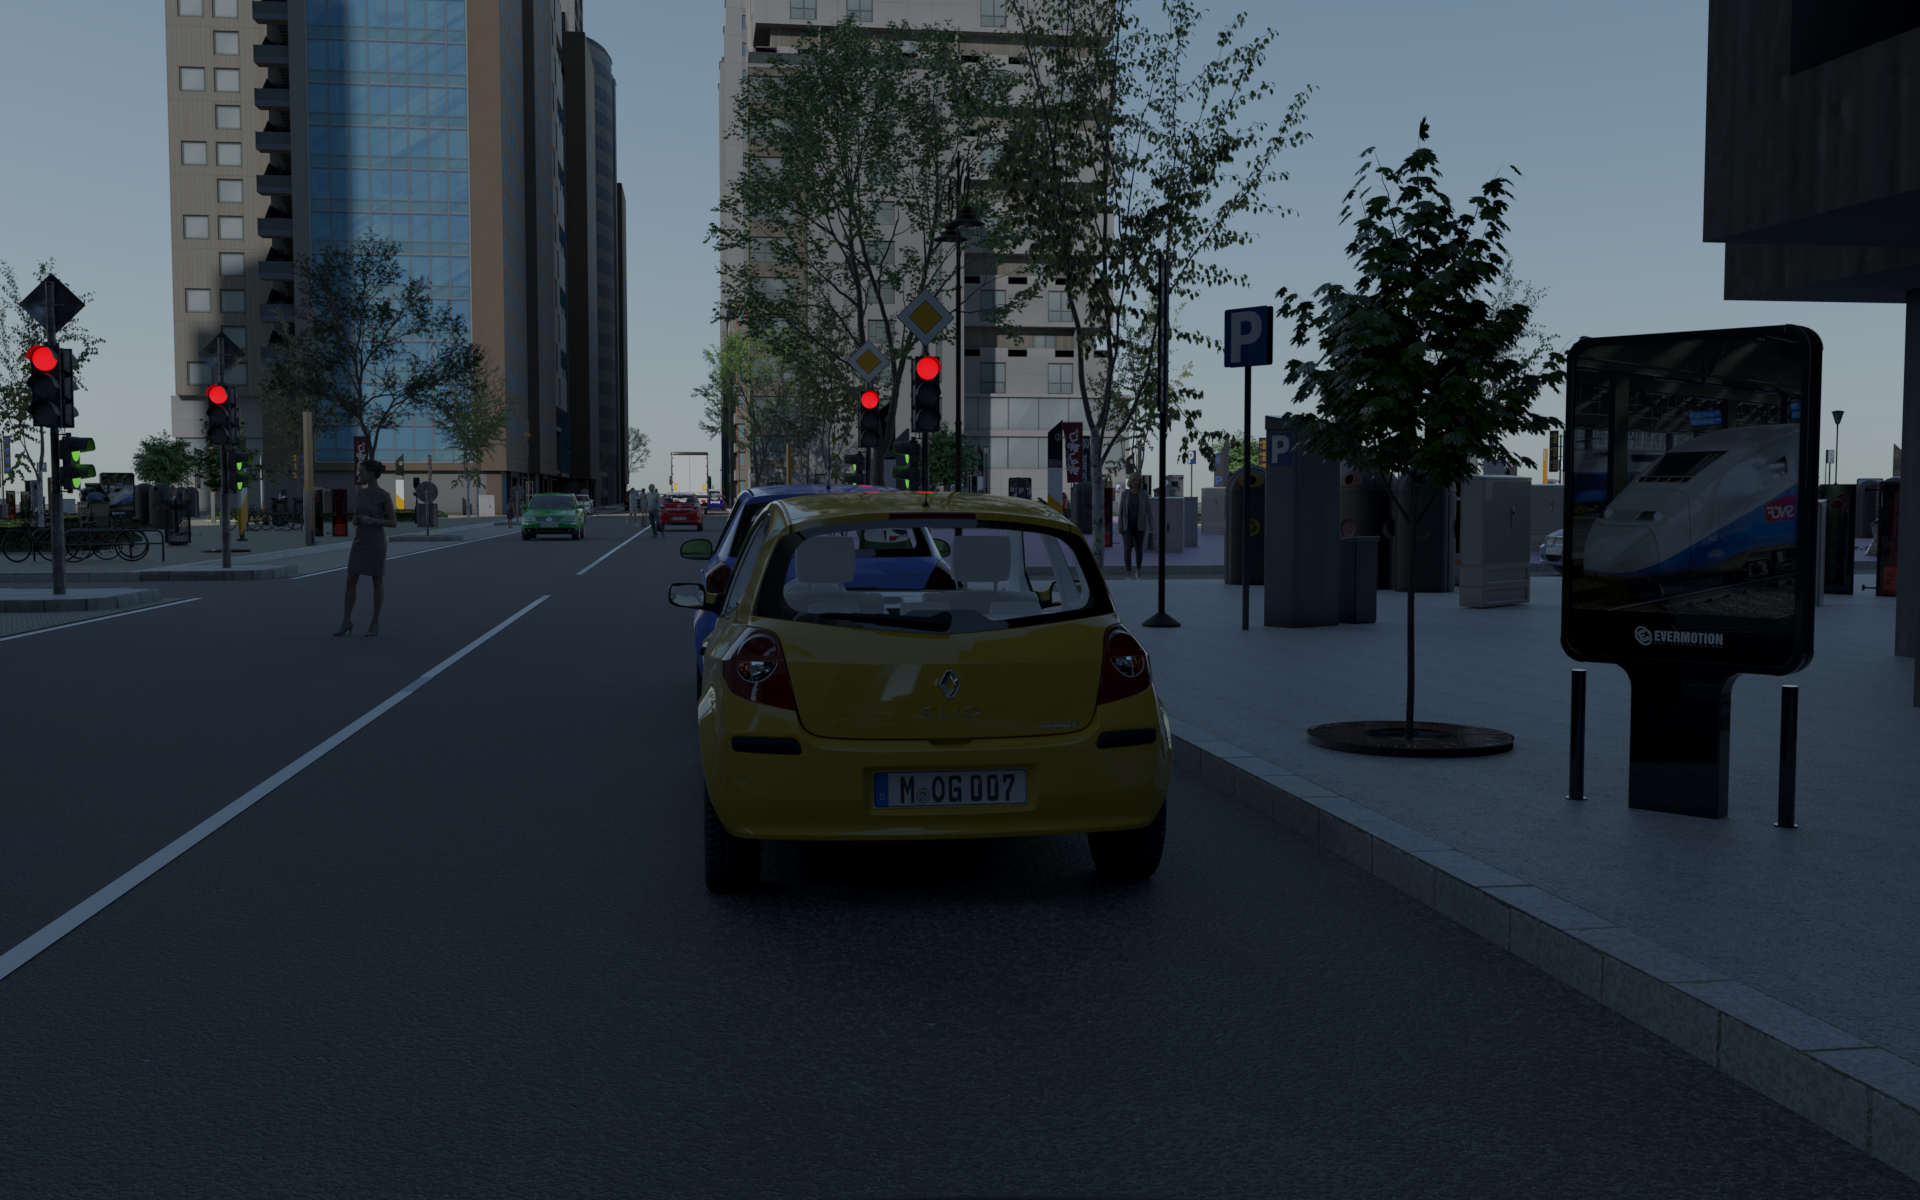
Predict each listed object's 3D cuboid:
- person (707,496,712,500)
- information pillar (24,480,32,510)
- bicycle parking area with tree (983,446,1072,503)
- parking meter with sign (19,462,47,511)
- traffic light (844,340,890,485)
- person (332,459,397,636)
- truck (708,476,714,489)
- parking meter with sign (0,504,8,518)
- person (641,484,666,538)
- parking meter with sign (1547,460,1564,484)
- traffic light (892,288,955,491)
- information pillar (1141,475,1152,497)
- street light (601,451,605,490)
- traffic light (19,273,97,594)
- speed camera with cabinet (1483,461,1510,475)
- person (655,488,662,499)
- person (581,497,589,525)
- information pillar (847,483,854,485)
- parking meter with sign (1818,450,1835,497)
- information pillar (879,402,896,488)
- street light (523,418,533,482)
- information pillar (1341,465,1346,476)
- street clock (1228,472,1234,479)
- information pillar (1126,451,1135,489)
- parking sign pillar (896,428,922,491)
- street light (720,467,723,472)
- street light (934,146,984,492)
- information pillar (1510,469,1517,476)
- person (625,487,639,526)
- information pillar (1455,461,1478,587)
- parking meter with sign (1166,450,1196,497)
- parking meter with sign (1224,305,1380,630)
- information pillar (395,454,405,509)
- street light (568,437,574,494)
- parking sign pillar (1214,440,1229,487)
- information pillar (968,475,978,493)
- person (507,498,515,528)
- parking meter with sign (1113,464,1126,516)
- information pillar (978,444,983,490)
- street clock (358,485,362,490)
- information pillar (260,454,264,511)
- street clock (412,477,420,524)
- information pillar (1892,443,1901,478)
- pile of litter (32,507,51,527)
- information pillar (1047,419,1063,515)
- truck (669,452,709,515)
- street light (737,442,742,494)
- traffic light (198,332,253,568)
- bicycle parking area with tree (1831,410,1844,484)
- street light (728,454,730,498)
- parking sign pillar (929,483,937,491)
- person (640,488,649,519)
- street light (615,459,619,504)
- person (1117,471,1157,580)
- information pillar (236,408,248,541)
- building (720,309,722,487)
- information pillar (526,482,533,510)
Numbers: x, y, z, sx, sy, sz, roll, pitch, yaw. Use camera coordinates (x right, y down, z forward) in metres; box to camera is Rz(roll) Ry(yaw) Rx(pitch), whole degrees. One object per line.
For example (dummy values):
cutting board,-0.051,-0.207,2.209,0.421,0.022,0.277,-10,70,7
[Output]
person,-19.112,-7.347,129.335,1.217,1.736,0.721,0,4,5
information pillar,-49.531,-5.357,92.075,0.304,2.012,0.304,-2,4,-30
bicycle parking area with tree,4.166,-7.179,104.384,8.231,4.147,9.016,0,4,6
parking meter with sign,-50.152,-5.957,93.651,0.543,3.016,1.738,0,4,7
traffic light,-1.692,-2.614,31.666,0.839,4.253,0.868,-1,4,-9
person,-6.004,-0.527,17.465,0.599,1.781,0.374,1,4,19
truck,-36.881,-15.794,247.997,2.967,4.110,18.799,0,4,-7
parking meter with sign,-40.486,-4.647,72.235,0.543,3.016,1.738,0,4,7
person,-10.002,-2.893,56.287,0.782,1.767,0.515,2,4,28
parking meter with sign,30.440,-5.655,88.718,0.543,3.016,1.738,-1,4,-12
traffic light,-0.494,-2.131,23.771,0.839,4.253,0.868,-1,4,-9
information pillar,7.114,-3.766,66.064,0.304,2.012,0.304,2,4,35
street light,-38.743,-13.152,187.819,0.468,5.910,1.993,-1,4,-9
traffic light,-11.527,-2.029,22.087,0.839,4.253,0.868,-1,4,-9
speed camera with cabinet,13.930,-3.122,45.377,0.660,3.252,2.038,2,4,28
person,-20.781,-6.738,118.676,1.348,1.824,0.705,2,4,34
person,-17.291,-4.072,79.321,0.590,1.304,0.306,-2,4,-26
information pillar,-5.286,-4.849,83.778,0.304,2.012,0.304,0,4,7
parking meter with sign,33.575,-4.422,68.564,0.543,3.016,1.738,-3,4,-38
information pillar,-1.767,-3.074,41.610,0.504,3.616,0.183,0,4,-7
street light,-26.434,-8.150,106.045,0.468,5.910,1.993,-1,4,-9
information pillar,7.726,-2.637,34.462,0.504,3.616,0.183,0,4,-3
street clock,9.029,-3.243,57.594,0.358,2.002,0.471,0,4,2
information pillar,9.345,-6.335,94.935,0.504,3.616,0.183,1,4,8
parking sign pillar,-2.645,-5.017,70.495,1.447,3.967,1.447,3,5,41
street light,-31.335,-15.739,230.112,0.468,5.910,1.993,-1,4,-9
street light,-0.022,-3.100,23.475,0.468,5.910,1.993,-1,4,-9
information pillar,34.231,-7.086,107.215,0.504,3.616,0.183,3,4,38
person,-14.780,-4.211,78.108,0.466,1.731,0.760,2,4,32
information pillar,6.986,-1.198,24.078,0.304,2.012,0.304,3,5,39
parking meter with sign,8.483,-4.440,68.856,1.738,3.016,0.543,-1,4,-22
parking meter with sign,3.351,-1.254,16.770,1.738,3.016,0.543,-3,4,-38
information pillar,-32.481,-6.676,100.512,0.504,3.616,0.183,0,4,6
street light,-31.470,-10.230,140.052,0.468,5.910,1.993,-1,4,-9
parking sign pillar,12.279,-5.676,81.279,1.447,3.967,1.447,1,4,21
information pillar,0.500,-3.848,67.405,0.304,2.012,0.304,-1,4,-22
person,-18.771,-3.620,72.361,0.362,1.253,0.373,2,4,28
parking meter with sign,9.258,-6.325,99.668,0.543,3.016,1.738,3,5,40
information pillar,0.968,-5.493,81.161,0.183,3.616,0.504,-1,4,-21
street clock,-35.515,-5.991,102.520,0.358,2.002,0.471,-1,4,-20
information pillar,-40.778,-6.717,101.178,0.183,3.616,0.504,-2,4,-28
street clock,-23.304,-4.266,74.312,0.358,2.002,0.471,-1,4,-9
information pillar,43.294,-5.421,79.992,0.183,3.616,0.504,-2,4,-30
pile of litter,-30.484,-2.689,57.935,1.176,0.858,1.719,-1,4,-8
information pillar,2.998,-3.853,54.352,0.504,3.616,0.183,0,4,-5
truck,-18.819,-8.046,120.464,2.839,4.237,11.283,-1,4,-9
street light,-18.829,-10.711,147.910,0.468,5.910,1.993,-1,4,-9
traffic light,-12.725,-2.511,29.982,0.839,4.253,0.868,-1,4,-9
bicycle parking area with tree,27.674,-4.382,58.648,8.231,4.147,9.016,-1,4,-9
street light,-26.214,-13.691,196.642,0.468,5.910,1.993,-1,4,-9
parking sign pillar,-1.846,-6.016,86.827,1.447,3.967,1.447,1,4,13
person,-18.155,-5.585,100.180,0.716,1.782,0.532,1,4,23
street light,-43.875,-15.199,221.288,0.468,5.910,1.993,-1,4,-9
person,2.947,-1.211,28.487,0.709,1.800,0.728,1,4,10
information pillar,-19.612,-3.421,47.295,0.183,3.616,0.504,0,4,-2
building,-28.569,-29.738,257.910,14.160,30.474,14.107,-1,4,-9
information pillar,-25.388,-5.975,102.175,0.304,2.012,0.304,-3,5,-42
